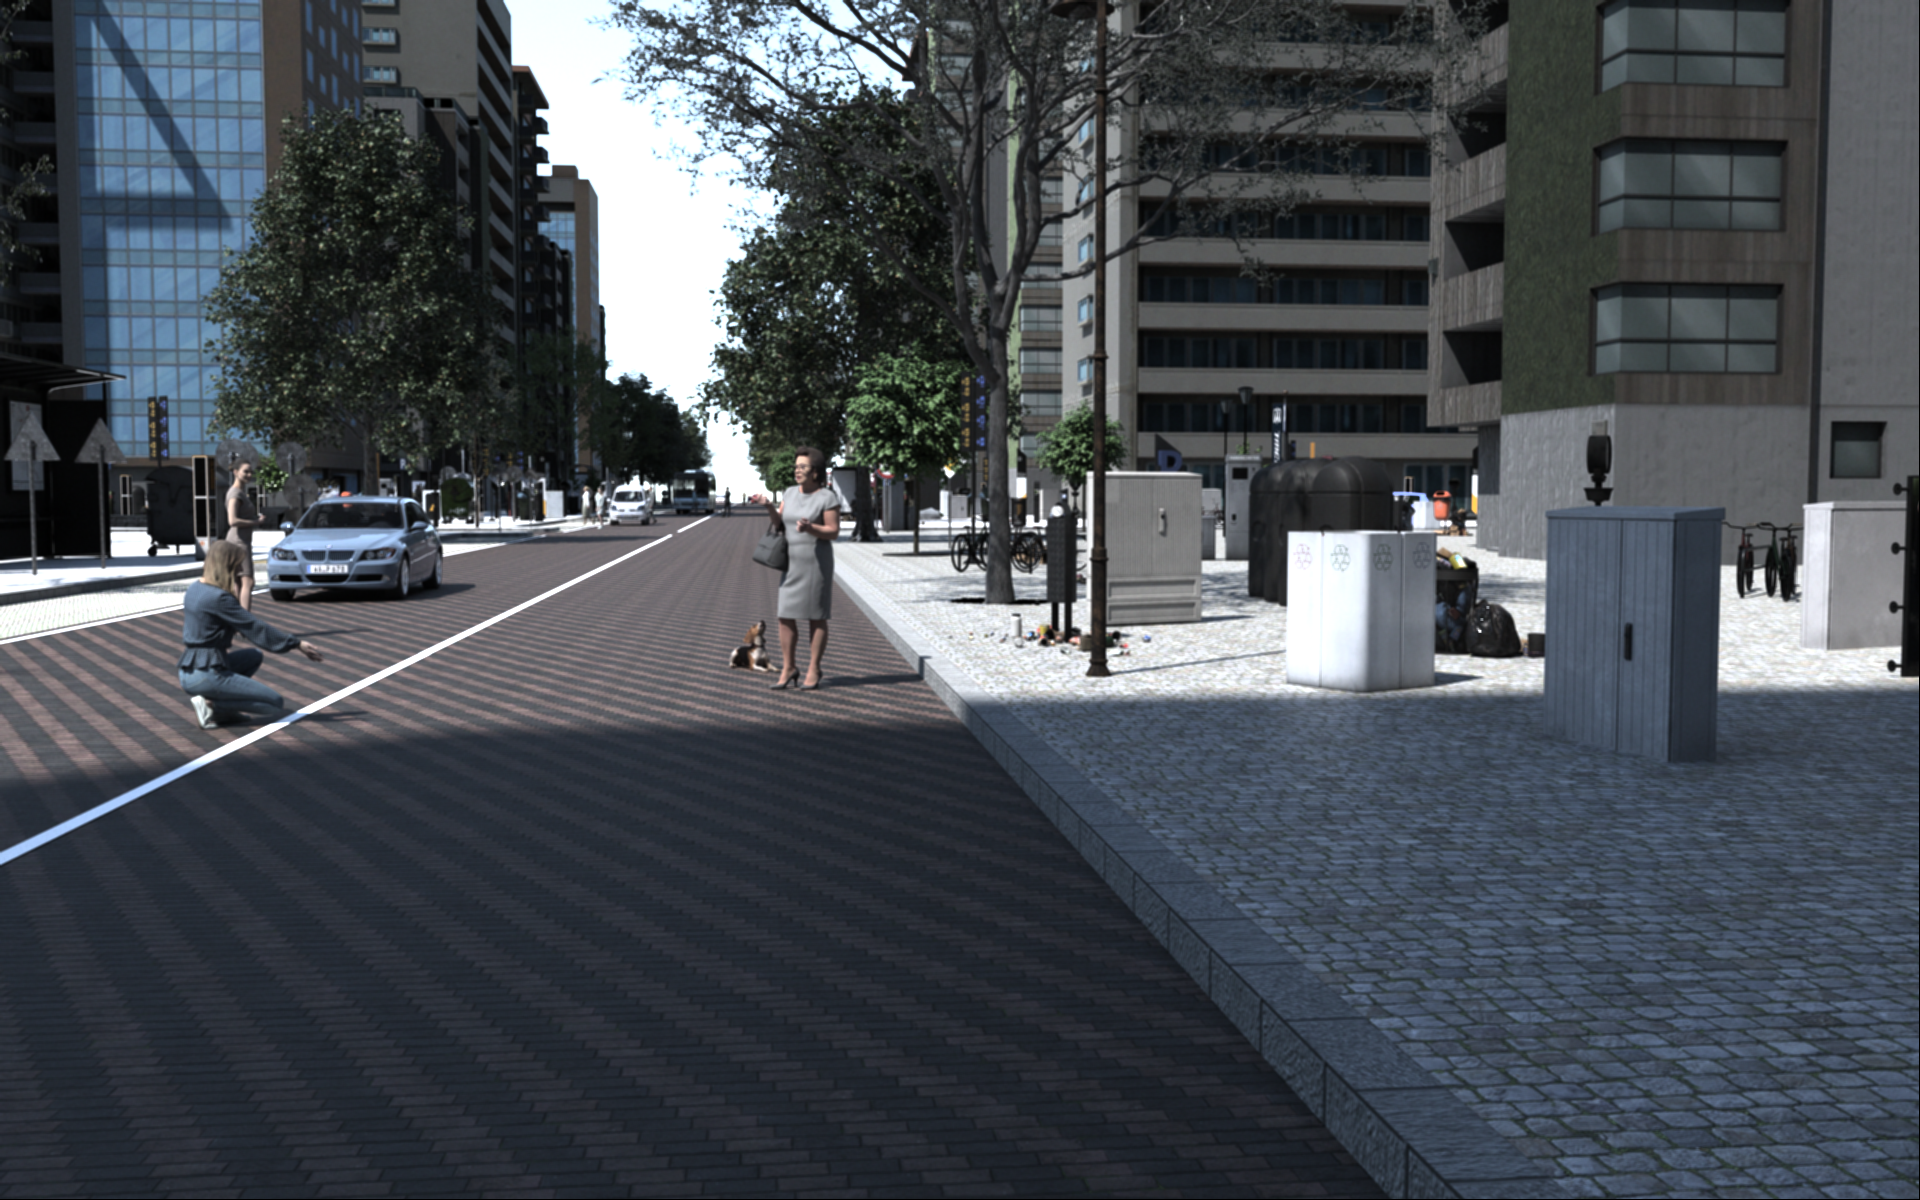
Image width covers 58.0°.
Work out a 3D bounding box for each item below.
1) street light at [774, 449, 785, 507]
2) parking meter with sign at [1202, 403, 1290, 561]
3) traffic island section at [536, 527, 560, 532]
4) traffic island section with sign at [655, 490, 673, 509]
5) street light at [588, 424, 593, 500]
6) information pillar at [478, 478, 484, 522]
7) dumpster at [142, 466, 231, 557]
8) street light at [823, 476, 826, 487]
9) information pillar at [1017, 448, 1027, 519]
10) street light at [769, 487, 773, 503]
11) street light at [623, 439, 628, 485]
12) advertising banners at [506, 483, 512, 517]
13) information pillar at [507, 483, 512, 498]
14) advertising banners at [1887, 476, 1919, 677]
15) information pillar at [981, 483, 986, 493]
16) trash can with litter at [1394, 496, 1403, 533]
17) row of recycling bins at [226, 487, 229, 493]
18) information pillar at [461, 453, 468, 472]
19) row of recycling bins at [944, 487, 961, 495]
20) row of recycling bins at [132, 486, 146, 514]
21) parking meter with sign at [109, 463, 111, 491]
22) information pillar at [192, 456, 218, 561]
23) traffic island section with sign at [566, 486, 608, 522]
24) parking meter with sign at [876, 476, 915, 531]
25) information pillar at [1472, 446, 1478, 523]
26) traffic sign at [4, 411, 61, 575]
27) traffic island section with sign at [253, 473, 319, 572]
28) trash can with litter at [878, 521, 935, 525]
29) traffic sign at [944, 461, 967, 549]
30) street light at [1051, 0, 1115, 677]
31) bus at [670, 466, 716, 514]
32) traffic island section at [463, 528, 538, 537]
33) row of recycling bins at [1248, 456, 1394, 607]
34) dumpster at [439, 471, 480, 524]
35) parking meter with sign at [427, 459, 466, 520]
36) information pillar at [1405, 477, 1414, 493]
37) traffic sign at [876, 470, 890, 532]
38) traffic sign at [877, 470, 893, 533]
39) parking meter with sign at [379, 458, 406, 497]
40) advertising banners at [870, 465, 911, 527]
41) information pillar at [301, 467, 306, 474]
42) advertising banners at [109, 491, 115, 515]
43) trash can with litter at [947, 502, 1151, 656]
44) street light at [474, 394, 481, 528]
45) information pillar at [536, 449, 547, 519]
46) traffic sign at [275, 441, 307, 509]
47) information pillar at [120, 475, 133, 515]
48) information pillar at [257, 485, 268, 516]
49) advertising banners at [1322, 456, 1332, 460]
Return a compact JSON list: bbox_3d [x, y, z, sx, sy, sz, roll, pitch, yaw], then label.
[{"bbox_3d":[-17.777,-12.106,170.728,0.468,5.910,1.993,0,4,-7],"label":"street light"},{"bbox_3d":[5.459,-2.275,33.455,1.738,3.016,0.543,0,4,6],"label":"parking meter with sign"},{"bbox_3d":[-16.429,-2.687,66.218,2.009,0.180,2.903,0,4,-7],"label":"traffic island section"},{"bbox_3d":[-28.025,-9.552,164.802,1.989,1.847,2.006,0,4,-7],"label":"traffic island section with sign"},{"bbox_3d":[-23.992,-8.561,112.760,0.468,5.910,1.993,0,4,-7],"label":"street light"},{"bbox_3d":[-22.187,-4.613,79.913,0.304,2.012,0.304,2,4,30],"label":"information pillar"},{"bbox_3d":[-16.185,-1.866,36.274,1.264,1.857,1.865,0,4,-7],"label":"dumpster"},{"bbox_3d":[-4.600,-5.259,58.773,0.468,5.910,1.993,0,4,-7],"label":"street light"},{"bbox_3d":[3.109,-5.883,87.545,0.504,3.616,0.183,1,4,16],"label":"information pillar"},{"bbox_3d":[-27.488,-17.175,253.592,0.468,5.910,1.993,0,4,-7],"label":"street light"},{"bbox_3d":[-27.351,-10.358,142.133,0.468,5.910,1.993,0,4,-7],"label":"street light"},{"bbox_3d":[-25.424,-6.213,97.777,0.090,3.025,2.074,-1,4,-23],"label":"advertising banners"},{"bbox_3d":[-30.898,-6.988,118.751,0.304,2.012,0.304,-2,4,-27],"label":"information pillar"},{"bbox_3d":[7.545,-0.979,12.189,2.074,3.025,0.090,-1,4,-8],"label":"advertising banners"},{"bbox_3d":[1.601,-6.997,118.887,0.304,2.012,0.304,-1,4,-12],"label":"information pillar"},{"bbox_3d":[12.928,-2.456,51.209,1.678,1.210,2.233,0,4,1],"label":"trash can with litter"},{"bbox_3d":[-32.204,-4.124,74.532,1.069,1.692,3.534,0,4,-2],"label":"row of recycling bins"},{"bbox_3d":[-28.282,-6.582,98.967,0.504,3.616,0.183,2,4,31],"label":"information pillar"},{"bbox_3d":[-1.144,-6.154,107.726,3.534,1.692,1.069,2,4,32],"label":"row of recycling bins"},{"bbox_3d":[-38.391,-4.697,83.909,3.534,1.692,1.069,-1,4,-22],"label":"row of recycling bins"},{"bbox_3d":[-41.703,-5.399,84.533,0.543,3.016,1.738,-2,4,-25],"label":"parking meter with sign"},{"bbox_3d":[-14.504,-1.761,33.289,0.304,2.012,0.304,0,4,7],"label":"information pillar"},{"bbox_3d":[-19.059,-4.887,88.536,1.989,1.847,2.006,0,4,-7],"label":"traffic island section with sign"},{"bbox_3d":[-2.280,-3.898,59.987,0.543,3.016,1.738,3,5,43],"label":"parking meter with sign"},{"bbox_3d":[22.692,-5.167,75.831,0.504,3.616,0.183,2,4,25],"label":"information pillar"},{"bbox_3d":[-14.601,-1.667,27.259,0.884,2.594,0.081,0,4,-1],"label":"traffic sign"},{"bbox_3d":[-12.502,-1.469,32.644,1.989,1.847,2.006,0,4,-7],"label":"traffic island section with sign"},{"bbox_3d":[-2.170,-3.741,72.228,2.233,1.210,1.678,1,4,21],"label":"trash can with litter"},{"bbox_3d":[-0.240,-2.400,40.421,0.795,2.450,0.064,0,4,0],"label":"traffic sign"},{"bbox_3d":[0.978,-2.401,12.051,0.468,5.910,1.993,0,4,-7],"label":"street light"},{"bbox_3d":[-19.718,-8.202,128.965,2.948,3.499,13.247,0,4,-6],"label":"bus"},{"bbox_3d":[-15.497,-2.202,58.288,2.009,0.180,2.903,0,4,-7],"label":"traffic island section"},{"bbox_3d":[4.119,-0.800,20.193,1.069,1.692,3.534,0,4,-5],"label":"row of recycling bins"},{"bbox_3d":[-21.462,-4.383,74.156,1.502,2.255,1.985,0,4,-6],"label":"dumpster"},{"bbox_3d":[-25.157,-5.421,84.893,1.738,3.016,0.543,-1,4,-11],"label":"parking meter with sign"},{"bbox_3d":[19.431,-4.308,74.921,0.304,2.012,0.304,3,5,40],"label":"information pillar"},{"bbox_3d":[-2.520,-3.594,58.862,0.768,2.556,0.104,0,4,-3],"label":"traffic sign"},{"bbox_3d":[-2.364,-3.464,56.738,0.768,2.556,0.104,0,4,2],"label":"traffic sign"},{"bbox_3d":[-28.064,-5.422,84.915,1.738,3.016,0.543,1,4,14],"label":"parking meter with sign"},{"bbox_3d":[-2.823,-4.357,67.429,2.074,3.025,0.090,2,4,28],"label":"advertising banners"},{"bbox_3d":[-30.031,-5.376,79.248,0.183,3.616,0.504,0,4,-8],"label":"information pillar"},{"bbox_3d":[-38.645,-5.004,78.005,2.074,3.025,0.090,3,4,36],"label":"advertising banners"},{"bbox_3d":[0.851,-0.225,14.733,1.678,1.210,2.233,-1,4,-10],"label":"trash can with litter"},{"bbox_3d":[-18.478,-5.708,66.112,0.468,5.910,1.993,0,4,-7],"label":"street light"},{"bbox_3d":[-21.441,-5.949,88.626,0.504,3.616,0.183,-1,4,-19],"label":"information pillar"},{"bbox_3d":[-16.213,-2.562,41.996,0.768,2.556,0.104,0,4,-3],"label":"traffic sign"},{"bbox_3d":[-32.712,-3.884,67.999,0.304,2.012,0.304,0,4,1],"label":"information pillar"},{"bbox_3d":[-28.803,-4.103,71.576,0.304,2.012,0.304,1,4,11],"label":"information pillar"},{"bbox_3d":[17.288,-5.023,78.309,2.074,3.025,0.090,3,4,38],"label":"advertising banners"}]
